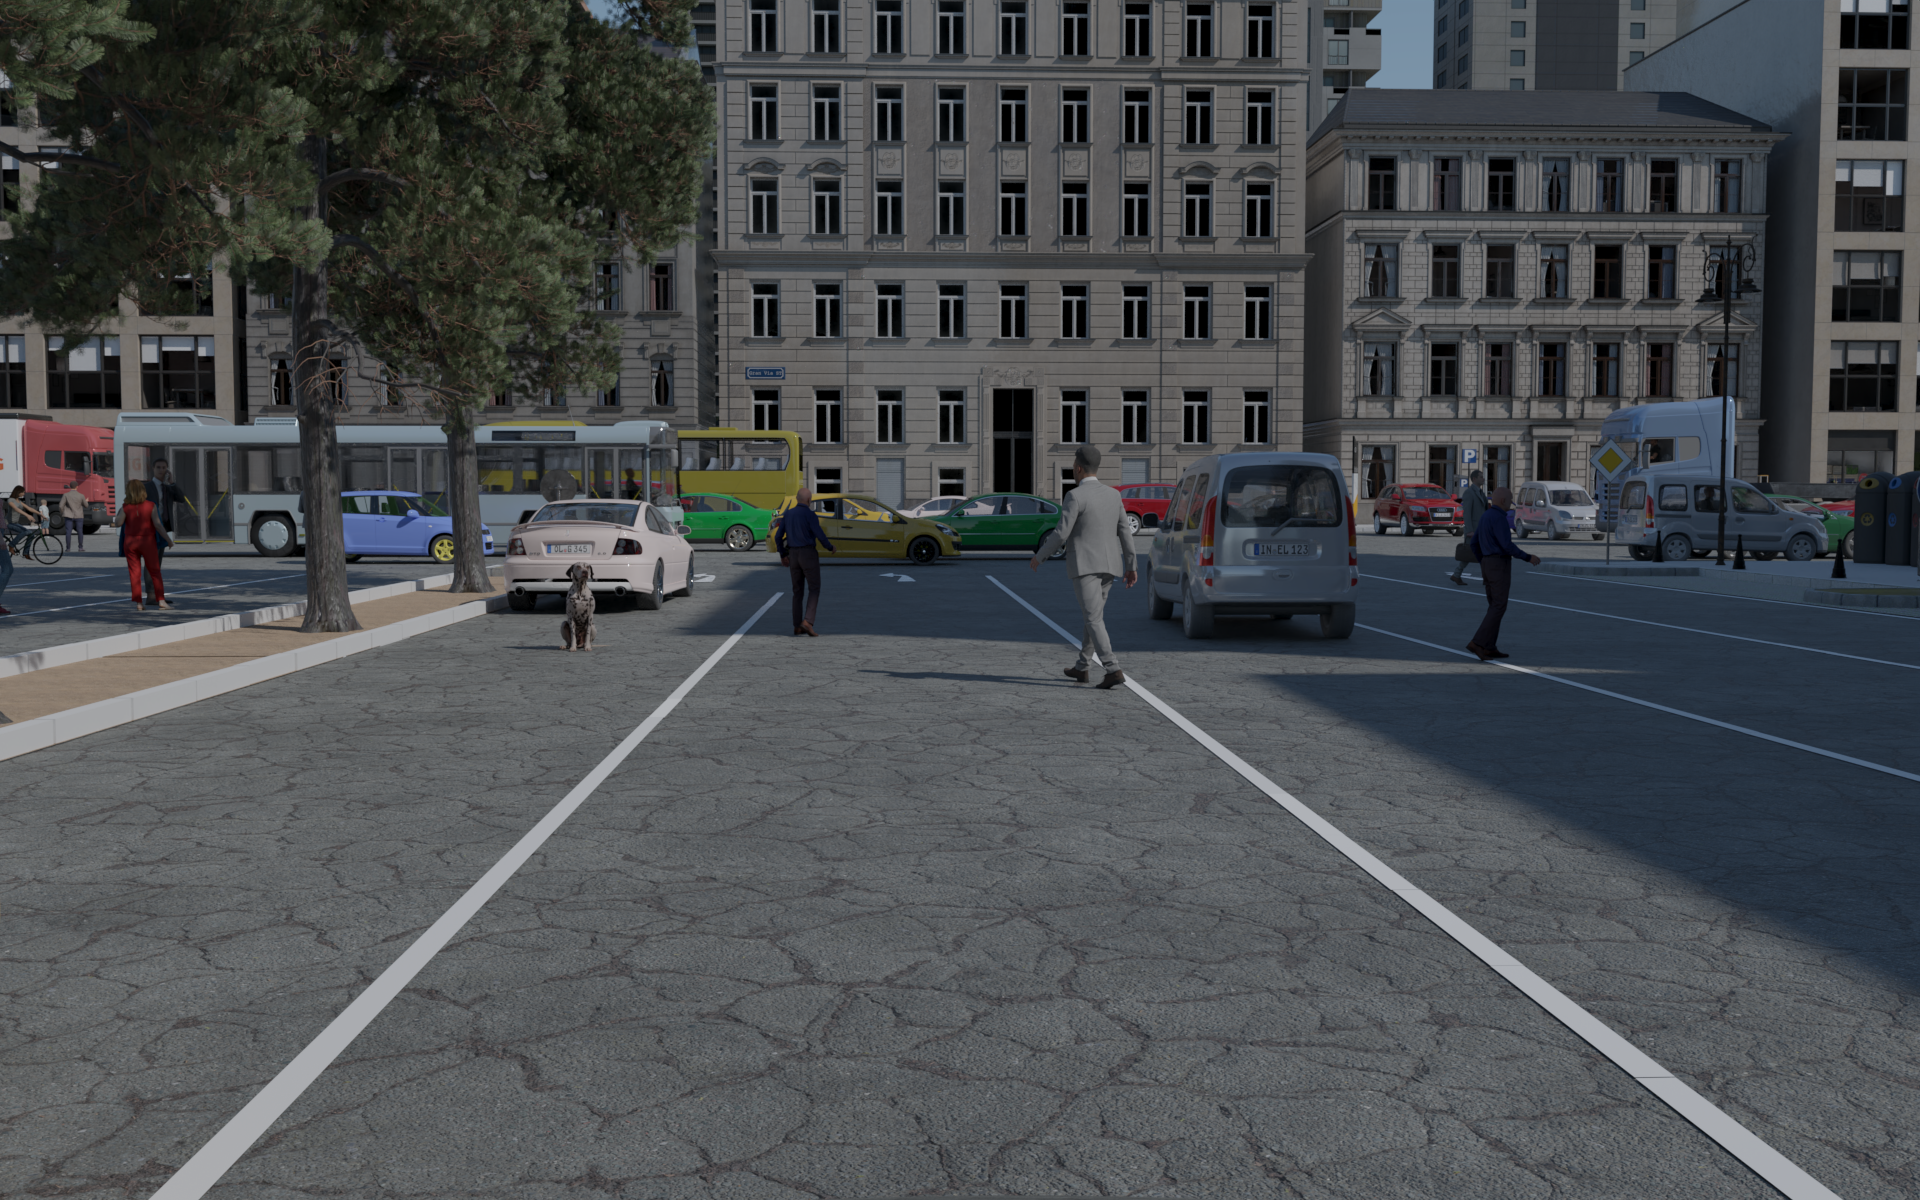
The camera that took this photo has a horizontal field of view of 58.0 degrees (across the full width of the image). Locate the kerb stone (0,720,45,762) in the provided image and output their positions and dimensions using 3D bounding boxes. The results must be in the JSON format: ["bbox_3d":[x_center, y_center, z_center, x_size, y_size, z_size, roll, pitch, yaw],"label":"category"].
[{"bbox_3d":[-5.196,0.787,9.353,0.120,0.150,1.000,0,4,-3],"label":"kerb stone"}]

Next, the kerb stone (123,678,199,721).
[{"bbox_3d":[-5.289,0.660,11.406,0.120,0.150,1.000,0,4,-3],"label":"kerb stone"}]

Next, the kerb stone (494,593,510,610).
[{"bbox_3d":[-5.773,0.031,21.694,0.120,0.150,1.000,0,4,-3],"label":"kerb stone"}]

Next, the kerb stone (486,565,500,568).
[{"bbox_3d":[-8.292,-0.528,30.835,0.120,0.150,1.000,0,4,-3],"label":"kerb stone"}]

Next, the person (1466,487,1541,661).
[{"bbox_3d":[4.713,-0.233,14.999,0.600,1.496,0.574,1,4,19],"label":"person"}]

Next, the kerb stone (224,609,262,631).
[{"bbox_3d":[-7.723,0.227,18.487,0.120,0.150,1.000,0,4,-3],"label":"kerb stone"}]

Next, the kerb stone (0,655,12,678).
[{"bbox_3d":[-7.479,0.543,13.324,0.120,0.150,1.000,0,4,-3],"label":"kerb stone"}]

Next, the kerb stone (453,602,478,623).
[{"bbox_3d":[-5.674,0.157,19.623,0.120,0.150,1.000,0,4,-3],"label":"kerb stone"}]

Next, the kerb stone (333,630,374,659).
[{"bbox_3d":[-5.483,0.409,15.512,0.120,0.150,1.000,0,4,-3],"label":"kerb stone"}]

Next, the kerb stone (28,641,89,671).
[{"bbox_3d":[-7.537,0.479,14.365,0.120,0.150,1.000,0,4,-3],"label":"kerb stone"}]

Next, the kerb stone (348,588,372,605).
[{"bbox_3d":[-7.918,-0.024,22.595,0.120,0.150,1.000,0,4,-3],"label":"kerb stone"}]

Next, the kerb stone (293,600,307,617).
[{"bbox_3d":[-7.821,0.101,20.540,0.120,0.150,1.000,0,4,-3],"label":"kerb stone"}]

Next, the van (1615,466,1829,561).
[{"bbox_3d":[15.939,-1.785,36.197,4.112,2.044,2.013,0,4,-3],"label":"van"}]

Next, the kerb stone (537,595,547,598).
[{"bbox_3d":[-5.915,-0.158,24.784,0.120,0.150,1.000,0,4,-3],"label":"kerb stone"}]

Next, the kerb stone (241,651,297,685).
[{"bbox_3d":[-5.399,0.534,13.458,0.120,0.150,1.000,0,4,-3],"label":"kerb stone"}]

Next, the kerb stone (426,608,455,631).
[{"bbox_3d":[-5.629,0.220,18.597,0.120,0.150,1.000,0,4,-3],"label":"kerb stone"}]

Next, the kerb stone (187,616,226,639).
[{"bbox_3d":[-7.676,0.295,17.457,0.120,0.150,1.000,0,4,-3],"label":"kerb stone"}]

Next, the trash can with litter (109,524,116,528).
[{"bbox_3d":[-32.147,-3.344,66.054,0.624,1.170,1.055,-2,4,-30],"label":"trash can with litter"}]

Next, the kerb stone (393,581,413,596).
[{"bbox_3d":[-8.012,-0.148,24.651,0.120,0.150,1.000,0,4,-3],"label":"kerb stone"}]

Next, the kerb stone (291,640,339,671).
[{"bbox_3d":[-5.435,0.472,14.485,0.120,0.150,1.000,0,4,-3],"label":"kerb stone"}]

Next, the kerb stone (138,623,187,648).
[{"bbox_3d":[-7.625,0.353,16.431,0.120,0.150,1.000,0,4,-3],"label":"kerb stone"}]

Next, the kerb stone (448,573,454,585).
[{"bbox_3d":[-8.156,-0.339,27.742,0.120,0.150,1.000,0,4,-3],"label":"kerb stone"}]

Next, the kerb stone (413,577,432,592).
[{"bbox_3d":[-8.055,-0.212,25.677,0.120,0.150,1.000,0,4,-3],"label":"kerb stone"}]

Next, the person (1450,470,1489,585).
[{"bbox_3d":[8.112,-1.136,27.167,0.767,1.812,0.694,3,4,37],"label":"person"}]

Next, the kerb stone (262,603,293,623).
[{"bbox_3d":[-7.772,0.165,19.514,0.120,0.150,1.000,0,4,-3],"label":"kerb stone"}]

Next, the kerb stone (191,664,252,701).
[{"bbox_3d":[-5.341,0.599,12.432,0.120,0.150,1.000,0,4,-3],"label":"kerb stone"}]

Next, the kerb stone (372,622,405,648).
[{"bbox_3d":[-5.526,0.350,16.539,0.120,0.150,1.000,0,4,-3],"label":"kerb stone"}]

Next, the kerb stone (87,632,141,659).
[{"bbox_3d":[-7.580,0.418,15.391,0.120,0.150,1.000,0,4,-3],"label":"kerb stone"}]

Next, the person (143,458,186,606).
[{"bbox_3d":[-10.403,-0.897,22.528,0.474,1.900,0.648,1,4,10],"label":"person"}]

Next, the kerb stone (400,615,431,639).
[{"bbox_3d":[-5.578,0.283,17.565,0.120,0.150,1.000,0,4,-3],"label":"kerb stone"}]

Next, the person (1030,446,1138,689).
[{"bbox_3d":[0.980,-0.255,12.941,0.678,1.792,0.850,-3,4,-36],"label":"person"}]

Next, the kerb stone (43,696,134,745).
[{"bbox_3d":[-5.243,0.723,10.380,0.120,0.150,1.000,0,4,-3],"label":"kerb stone"}]

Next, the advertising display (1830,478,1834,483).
[{"bbox_3d":[35.842,-4.039,71.256,0.123,1.923,0.974,2,4,26],"label":"advertising display"}]

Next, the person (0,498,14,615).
[{"bbox_3d":[-11.406,-0.730,20.447,0.555,1.821,0.388,3,4,37],"label":"person"}]

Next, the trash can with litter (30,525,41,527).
[{"bbox_3d":[-35.178,-3.452,67.498,2.233,1.210,1.678,1,4,18],"label":"trash can with litter"}]

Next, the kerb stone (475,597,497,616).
[{"bbox_3d":[-5.727,0.094,20.659,0.120,0.150,1.000,0,4,-3],"label":"kerb stone"}]

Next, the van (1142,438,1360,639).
[{"bbox_3d":[3.029,-0.705,18.544,2.013,2.044,4.112,0,4,-2],"label":"van"}]

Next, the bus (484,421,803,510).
[{"bbox_3d":[-11.529,-4.116,58.847,12.252,3.916,2.896,0,4,-2],"label":"bus"}]

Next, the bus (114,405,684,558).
[{"bbox_3d":[-12.330,-2.773,40.205,13.247,3.499,2.948,0,4,-2],"label":"bus"}]

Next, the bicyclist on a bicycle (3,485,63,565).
[{"bbox_3d":[-18.951,-1.528,35.012,1.625,1.676,1.499,0,4,-2],"label":"bicyclist on a bicycle"}]

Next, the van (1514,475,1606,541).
[{"bbox_3d":[18.970,-2.917,54.702,2.013,2.044,4.112,0,4,-3],"label":"van"}]

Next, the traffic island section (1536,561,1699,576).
[{"bbox_3d":[11.767,-0.559,31.428,2.009,0.180,2.903,0,4,-3],"label":"traffic island section"}]

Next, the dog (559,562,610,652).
[{"bbox_3d":[-3.436,0.049,16.037,0.513,0.831,0.800,1,4,23],"label":"dog"}]

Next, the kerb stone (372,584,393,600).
[{"bbox_3d":[-7.965,-0.087,23.621,0.120,0.150,1.000,0,4,-3],"label":"kerb stone"}]

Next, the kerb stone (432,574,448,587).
[{"bbox_3d":[-8.115,-0.276,26.710,0.120,0.150,1.000,0,4,-3],"label":"kerb stone"}]
